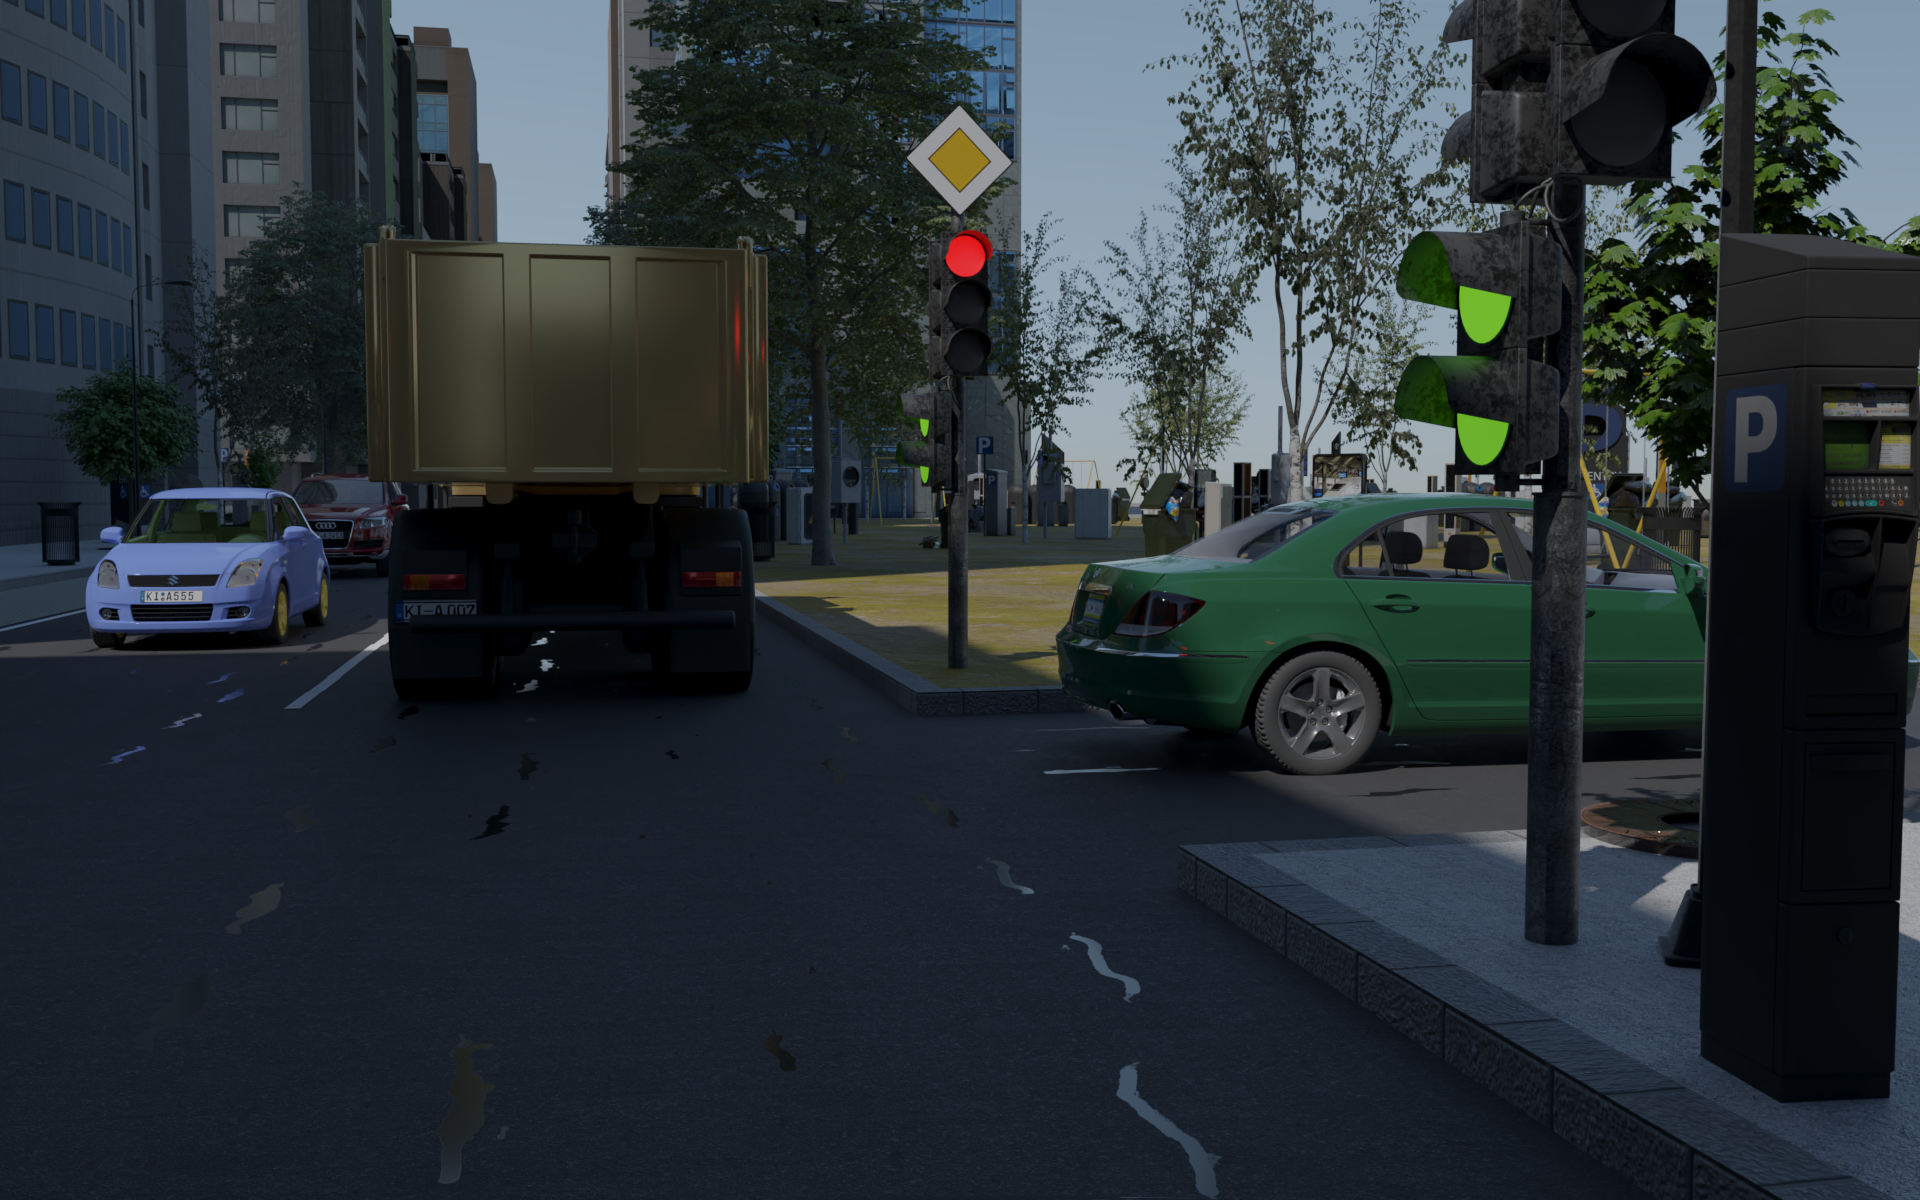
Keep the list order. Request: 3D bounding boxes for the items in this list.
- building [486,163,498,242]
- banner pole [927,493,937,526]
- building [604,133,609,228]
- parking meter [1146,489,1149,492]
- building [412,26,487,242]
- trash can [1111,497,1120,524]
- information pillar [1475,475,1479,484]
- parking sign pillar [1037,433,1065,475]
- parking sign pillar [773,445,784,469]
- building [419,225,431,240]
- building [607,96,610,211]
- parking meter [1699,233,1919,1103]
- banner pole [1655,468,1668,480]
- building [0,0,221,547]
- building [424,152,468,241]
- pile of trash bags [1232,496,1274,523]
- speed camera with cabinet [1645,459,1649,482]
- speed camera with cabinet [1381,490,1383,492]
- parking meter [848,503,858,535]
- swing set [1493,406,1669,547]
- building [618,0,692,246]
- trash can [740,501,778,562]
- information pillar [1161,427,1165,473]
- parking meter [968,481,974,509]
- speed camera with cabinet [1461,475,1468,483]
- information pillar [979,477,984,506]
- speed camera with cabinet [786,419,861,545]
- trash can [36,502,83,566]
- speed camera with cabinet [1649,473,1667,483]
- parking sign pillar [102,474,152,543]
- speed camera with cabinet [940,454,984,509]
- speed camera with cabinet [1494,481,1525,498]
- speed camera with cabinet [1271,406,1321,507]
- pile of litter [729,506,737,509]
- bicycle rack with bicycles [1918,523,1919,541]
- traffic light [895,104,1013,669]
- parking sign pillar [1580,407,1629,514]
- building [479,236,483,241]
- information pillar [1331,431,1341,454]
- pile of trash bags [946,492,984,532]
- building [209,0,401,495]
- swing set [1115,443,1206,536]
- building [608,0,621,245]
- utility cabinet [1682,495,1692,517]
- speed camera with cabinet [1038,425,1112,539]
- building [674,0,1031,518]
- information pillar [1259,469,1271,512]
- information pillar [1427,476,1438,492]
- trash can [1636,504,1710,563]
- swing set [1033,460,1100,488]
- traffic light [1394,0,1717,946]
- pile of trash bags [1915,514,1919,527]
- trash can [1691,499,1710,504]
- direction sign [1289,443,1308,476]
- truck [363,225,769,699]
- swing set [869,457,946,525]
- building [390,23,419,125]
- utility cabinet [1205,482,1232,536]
[{"bbox_3d":[-67.872,-35.292,227.134,14.600,45.320,14.200,-1,4,-12],"label":"building"},{"bbox_3d":[-1.109,-4.896,70.063,0.401,3.779,0.863,-1,4,-9],"label":"banner pole"},{"bbox_3d":[-31.516,-33.945,209.628,22.147,44.769,28.867,-1,4,-12],"label":"building"},{"bbox_3d":[10.106,-5.128,92.257,0.372,1.533,0.369,0,3,0],"label":"parking meter"},{"bbox_3d":[-54.673,-31.801,170.061,14.600,45.320,14.200,-1,4,-12],"label":"building"},{"bbox_3d":[6.432,-3.801,73.793,0.748,1.137,0.748,0,3,0],"label":"trash can"},{"bbox_3d":[26.213,-5.897,87.769,0.183,3.616,0.504,2,4,31],"label":"information pillar"},{"bbox_3d":[3.980,-5.353,75.994,1.447,3.967,1.447,-3,5,-43],"label":"parking sign pillar"},{"bbox_3d":[-6.303,-4.245,57.879,1.447,3.967,1.447,1,4,14],"label":"parking sign pillar"},{"bbox_3d":[-51.033,-16.967,122.457,27.650,21.520,28.899,-1,4,-12],"label":"building"},{"bbox_3d":[-26.241,-34.292,184.375,21.300,48.544,21.600,-1,4,-12],"label":"building"},{"bbox_3d":[1.833,0.120,3.748,0.255,1.863,0.399,0,4,-7],"label":"parking meter"},{"bbox_3d":[25.660,-4.474,63.165,0.863,3.779,0.401,-2,4,-24],"label":"banner pole"},{"bbox_3d":[-34.658,-30.871,46.747,21.231,58.520,28.212,-1,4,-12],"label":"building"},{"bbox_3d":[-48.820,-22.842,145.172,14.160,30.474,14.107,-1,4,-12],"label":"building"},{"bbox_3d":[7.629,-2.216,45.981,1.912,1.369,3.447,1,4,16],"label":"pile of trash bags"},{"bbox_3d":[37.533,-6.137,94.681,0.660,3.252,2.038,3,5,40],"label":"speed camera with cabinet"},{"bbox_3d":[15.280,-4.420,66.605,2.038,3.252,0.660,1,4,17],"label":"speed camera with cabinet"},{"bbox_3d":[-3.392,-3.010,54.920,0.255,1.863,0.399,0,4,7],"label":"parking meter"},{"bbox_3d":[8.384,-1.495,22.066,3.119,2.851,2.862,-2,4,-26],"label":"swing set"},{"bbox_3d":[-15.637,-36.202,133.904,21.231,58.520,28.212,-1,4,-12],"label":"building"},{"bbox_3d":[-3.843,-1.311,33.083,0.748,1.137,0.748,0,3,0],"label":"trash can"},{"bbox_3d":[7.089,-4.238,60.639,0.183,3.616,0.504,0,4,1],"label":"information pillar"},{"bbox_3d":[0.482,-4.270,75.522,0.255,1.863,0.399,0,4,-3],"label":"parking meter"},{"bbox_3d":[26.487,-6.042,93.129,2.038,3.252,0.660,-1,4,-21],"label":"speed camera with cabinet"},{"bbox_3d":[1.059,-4.364,75.847,0.304,2.012,0.304,-3,4,-37],"label":"information pillar"},{"bbox_3d":[-3.488,-3.066,44.467,2.038,3.252,0.660,-3,5,-43],"label":"speed camera with cabinet"},{"bbox_3d":[-16.173,-1.192,31.136,0.748,1.137,0.748,0,3,0],"label":"trash can"},{"bbox_3d":[30.151,-4.893,74.331,0.660,3.252,2.038,2,4,27],"label":"speed camera with cabinet"},{"bbox_3d":[-22.065,-3.521,46.039,1.447,3.967,1.447,2,4,34],"label":"parking sign pillar"},{"bbox_3d":[0.176,-5.043,76.783,2.038,3.252,0.660,1,4,15],"label":"speed camera with cabinet"},{"bbox_3d":[20.127,-4.217,63.287,0.660,3.252,2.038,0,4,-1],"label":"speed camera with cabinet"},{"bbox_3d":[7.485,-2.688,38.284,0.660,3.252,2.038,-1,4,-9],"label":"speed camera with cabinet"},{"bbox_3d":[-8.154,-3.068,64.119,1.176,0.858,1.719,2,4,30],"label":"pile of litter"},{"bbox_3d":[24.369,-1.964,45.498,2.925,0.926,2.852,2,4,25],"label":"bicycle rack with bicycles"},{"bbox_3d":[-0.034,-1.453,12.670,0.839,4.253,0.868,-1,4,-12],"label":"traffic light"},{"bbox_3d":[13.737,-2.997,37.478,1.447,3.967,1.447,1,4,11],"label":"parking sign pillar"},{"bbox_3d":[-58.164,-25.261,184.721,14.160,30.474,14.107,-1,4,-12],"label":"building"},{"bbox_3d":[14.061,-4.491,64.785,0.183,3.616,0.504,-2,4,-27],"label":"information pillar"},{"bbox_3d":[0.344,-3.050,59.621,1.912,1.369,3.447,-2,4,-25],"label":"pile of trash bags"},{"bbox_3d":[-36.974,-24.768,88.559,14.154,41.232,14.086,-1,4,-12],"label":"building"},{"bbox_3d":[6.655,-3.433,53.757,2.862,2.851,3.119,2,4,28],"label":"swing set"},{"bbox_3d":[-24.034,-30.851,154.524,14.600,45.320,14.200,-1,4,-12],"label":"building"},{"bbox_3d":[32.686,-4.125,78.608,0.306,1.237,1.020,-1,4,-23],"label":"utility cabinet"},{"bbox_3d":[3.303,-3.387,49.719,2.038,3.252,0.660,1,4,15],"label":"speed camera with cabinet"},{"bbox_3d":[-8.401,-48.423,104.381,22.319,86.520,31.000,-1,4,-12],"label":"building"},{"bbox_3d":[8.863,-2.804,50.345,0.304,2.012,0.304,2,4,25],"label":"information pillar"},{"bbox_3d":[18.699,-3.921,68.593,0.304,2.012,0.304,-2,4,-28],"label":"information pillar"},{"bbox_3d":[7.903,-0.465,19.255,0.748,1.137,0.748,0,3,0],"label":"trash can"},{"bbox_3d":[5.072,-5.091,80.852,3.119,2.851,2.862,2,4,29],"label":"swing set"},{"bbox_3d":[1.684,-0.976,4.872,0.839,4.253,0.868,-1,4,-12],"label":"traffic light"},{"bbox_3d":[36.421,-3.498,66.945,3.447,1.369,1.912,-3,4,-38],"label":"pile of trash bags"},{"bbox_3d":[21.592,-2.359,50.225,0.748,1.137,0.748,0,3,0],"label":"trash can"},{"bbox_3d":[14.936,-5.167,76.484,0.876,3.537,0.379,3,4,36],"label":"direction sign"},{"bbox_3d":[-3.524,-1.223,15.915,3.469,3.379,9.791,-1,4,-12],"label":"truck"},{"bbox_3d":[-2.361,-4.694,74.363,3.119,2.851,2.862,-1,4,-13],"label":"swing set"},{"bbox_3d":[-39.847,-20.242,102.663,14.160,30.474,14.107,-1,4,-12],"label":"building"},{"bbox_3d":[4.756,-1.413,31.784,0.318,1.500,1.173,1,4,18],"label":"utility cabinet"}]
